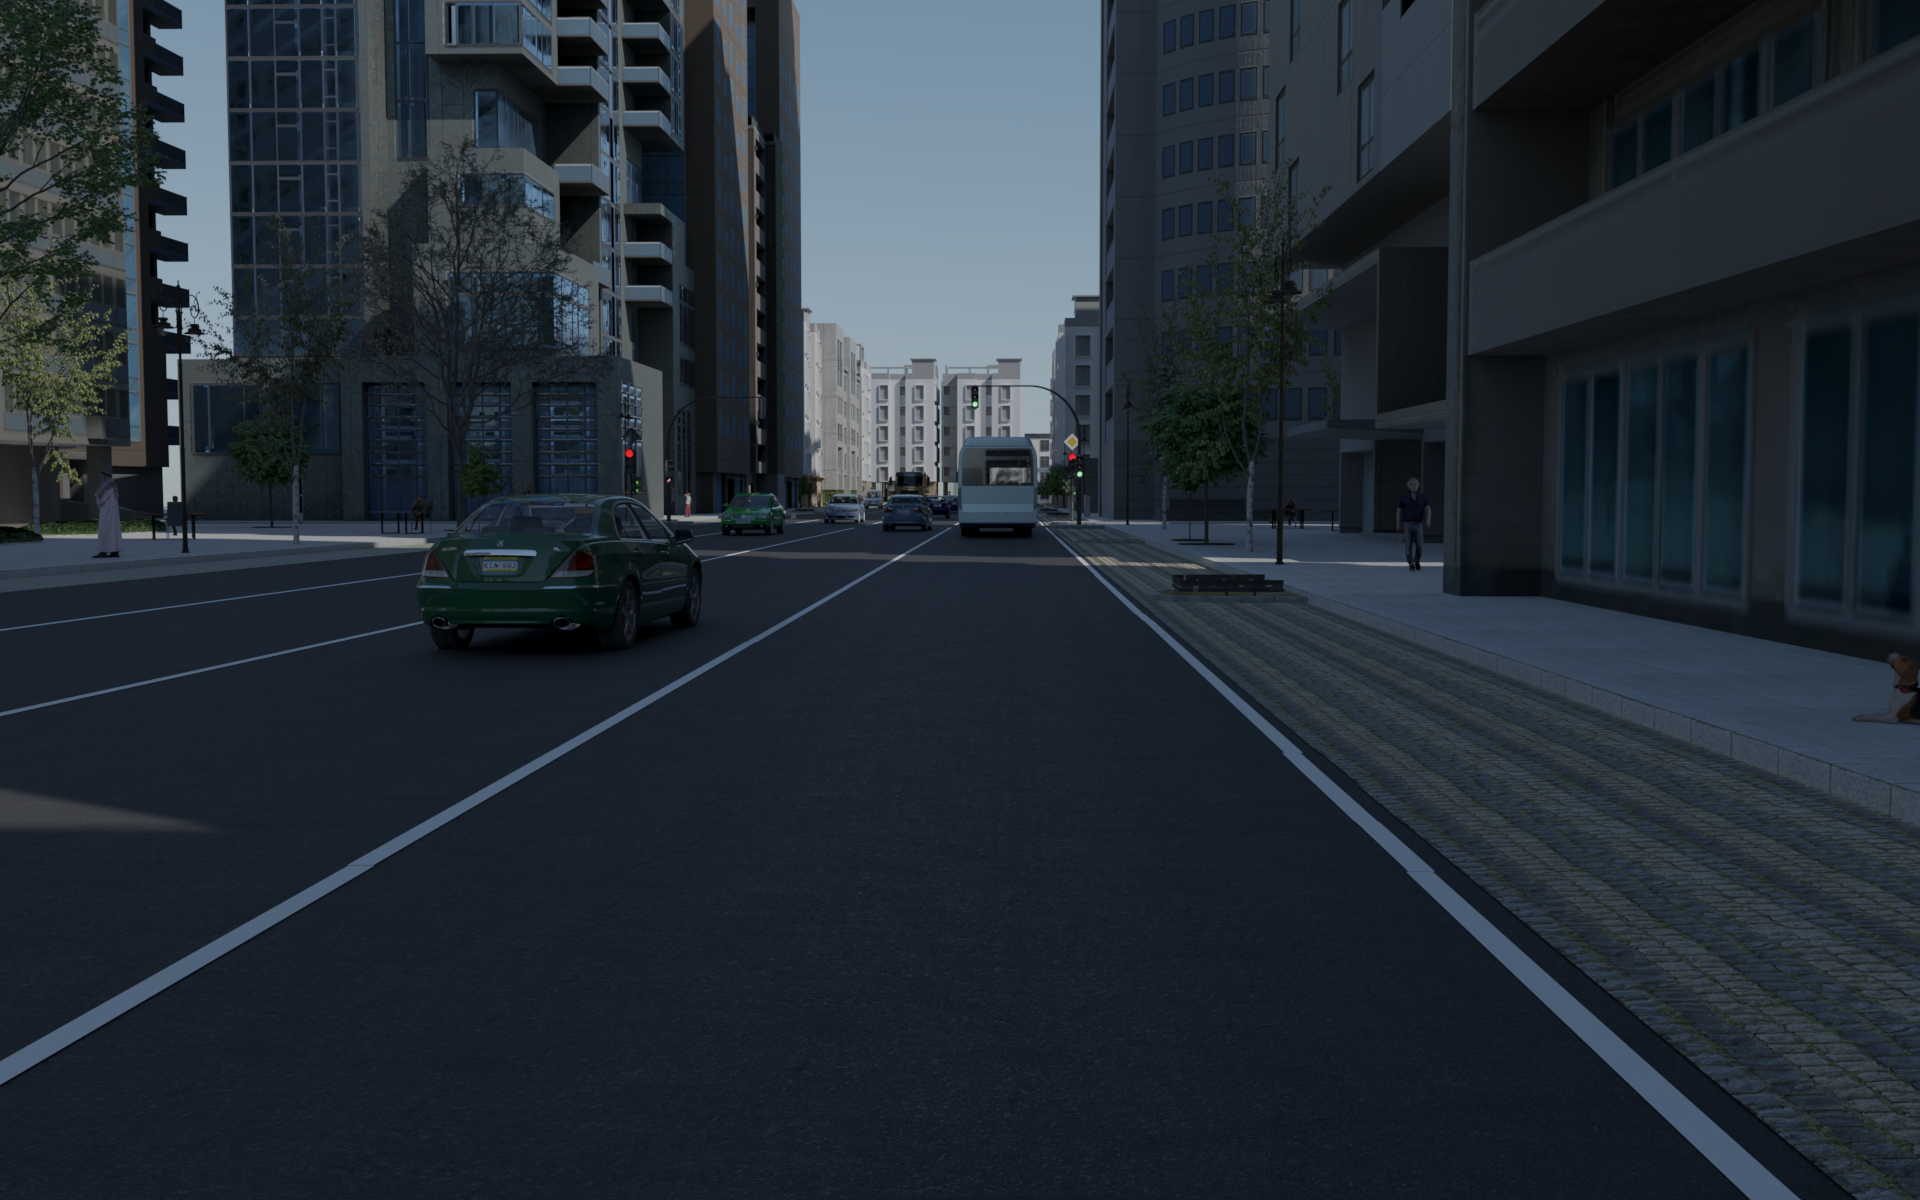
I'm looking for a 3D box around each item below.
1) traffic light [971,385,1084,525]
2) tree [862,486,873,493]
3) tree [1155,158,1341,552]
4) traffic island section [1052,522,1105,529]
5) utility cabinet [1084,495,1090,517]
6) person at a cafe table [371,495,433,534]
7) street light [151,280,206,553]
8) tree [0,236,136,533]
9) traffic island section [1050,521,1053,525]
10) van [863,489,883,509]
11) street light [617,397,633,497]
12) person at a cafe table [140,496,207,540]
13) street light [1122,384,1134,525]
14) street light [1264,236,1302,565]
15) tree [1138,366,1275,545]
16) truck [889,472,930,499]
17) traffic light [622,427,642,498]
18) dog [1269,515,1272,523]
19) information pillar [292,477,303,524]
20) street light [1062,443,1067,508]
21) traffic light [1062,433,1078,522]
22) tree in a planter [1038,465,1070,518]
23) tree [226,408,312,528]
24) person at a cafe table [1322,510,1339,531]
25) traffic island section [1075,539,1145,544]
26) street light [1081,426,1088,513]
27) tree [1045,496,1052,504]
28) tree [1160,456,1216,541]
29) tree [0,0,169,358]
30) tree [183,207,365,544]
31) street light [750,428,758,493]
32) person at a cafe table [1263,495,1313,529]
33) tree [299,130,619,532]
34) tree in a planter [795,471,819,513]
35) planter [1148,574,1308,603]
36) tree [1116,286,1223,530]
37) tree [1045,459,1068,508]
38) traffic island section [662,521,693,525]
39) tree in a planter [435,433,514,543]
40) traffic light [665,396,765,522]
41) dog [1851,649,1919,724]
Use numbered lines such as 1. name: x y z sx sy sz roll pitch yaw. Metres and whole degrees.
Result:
1. traffic light: 2.851 -5.960 72.115 4.771 5.953 1.251 0 4 2
2. tree: -12.545 -14.623 233.682 1.663 3.219 1.824 0 3 0
3. tree: 6.459 -5.404 38.713 4.737 8.622 4.395 0 3 0
4. traffic island section: 4.984 -3.060 72.310 2.009 0.180 2.903 0 4 2
5. utility cabinet: 7.151 -5.266 97.260 0.306 1.237 1.020 0 4 0
6. person at a cafe table: -17.893 -2.784 56.376 1.698 1.238 1.726 2 4 26
7. street light: -16.900 -3.965 37.612 0.468 5.910 1.993 0 4 2
8. tree: -25.967 -6.029 48.940 4.737 8.622 4.395 0 3 0
9. traffic island section: 5.211 -3.548 80.292 2.009 0.180 2.903 0 4 2
10. van: -8.435 -9.912 169.070 2.013 2.044 4.112 0 4 2
11. street light: -15.634 -6.618 80.997 0.468 5.910 1.993 0 4 2
12. person at a cafe table: -22.166 -2.323 48.838 1.698 1.238 1.726 -2 4 -27
13. street light: 6.916 -6.029 71.354 0.468 5.910 1.993 0 4 2
14. street light: 5.811 -3.580 31.318 0.468 5.910 1.993 0 4 2
15. tree: 6.230 -3.679 43.872 4.285 4.588 4.351 0 3 0
16. truck: -4.185 -9.486 151.025 3.469 3.379 9.791 0 4 2
17. traffic light: -13.790 -5.125 72.712 0.839 4.253 0.868 0 4 2
18. dog: 13.971 -3.584 77.890 0.406 0.507 0.540 -2 4 -29
19. information pillar: -28.377 -4.263 74.194 0.304 2.012 0.304 1 4 11
20. street light: 9.356 -11.138 154.886 0.468 5.910 1.993 0 4 2
21. traffic light: 5.171 -5.582 80.179 0.839 4.253 0.868 0 4 2
22. tree in a planter: 5.911 -6.592 105.006 1.991 3.239 1.994 0 4 2
23. tree: -26.309 -5.044 66.180 4.285 4.588 4.351 0 3 0
24. person at a cafe table: 13.676 -2.976 59.524 1.698 1.238 1.726 -2 4 -26
25. traffic island section: 4.369 -1.707 50.769 1.991 0.108 1.994 0 4 2
26. street light: 8.265 -8.731 115.546 0.468 5.910 1.993 0 4 2
27. tree: 11.986 -14.554 232.557 1.663 3.219 1.824 0 3 0
28. tree: 6.186 -3.228 47.379 1.663 3.219 1.824 0 3 0
29. tree: -18.240 -6.434 30.951 9.928 11.665 9.643 0 3 0
30. tree: -17.184 -5.737 44.160 4.360 8.622 3.978 0 3 0
31. street light: -14.437 -9.075 121.160 0.468 5.910 1.993 0 4 2
32. person at a cafe table: 12.271 -3.285 64.568 1.698 1.238 1.726 1 4 17
33. tree: -17.187 -9.106 59.249 12.009 13.543 11.850 0 3 0
34. tree in a planter: -11.812 -8.262 132.299 1.991 3.239 1.994 0 4 2
35. planter: 3.595 -0.155 23.670 1.991 0.319 1.994 0 4 2
36. tree: 7.484 -6.850 62.357 4.360 8.622 3.978 0 3 0
37. tree: 9.449 -10.811 160.474 4.285 4.588 4.351 0 3 0
38. traffic island section: -13.602 -3.581 80.830 2.009 0.180 2.903 0 4 2
39. tree in a planter: -14.126 -3.277 50.794 1.991 3.239 1.994 0 4 2
40. traffic light: -11.469 -6.483 80.670 4.771 5.953 1.251 0 4 2
41. dog: 5.363 0.501 9.539 0.550 0.427 0.748 -1 4 -10
